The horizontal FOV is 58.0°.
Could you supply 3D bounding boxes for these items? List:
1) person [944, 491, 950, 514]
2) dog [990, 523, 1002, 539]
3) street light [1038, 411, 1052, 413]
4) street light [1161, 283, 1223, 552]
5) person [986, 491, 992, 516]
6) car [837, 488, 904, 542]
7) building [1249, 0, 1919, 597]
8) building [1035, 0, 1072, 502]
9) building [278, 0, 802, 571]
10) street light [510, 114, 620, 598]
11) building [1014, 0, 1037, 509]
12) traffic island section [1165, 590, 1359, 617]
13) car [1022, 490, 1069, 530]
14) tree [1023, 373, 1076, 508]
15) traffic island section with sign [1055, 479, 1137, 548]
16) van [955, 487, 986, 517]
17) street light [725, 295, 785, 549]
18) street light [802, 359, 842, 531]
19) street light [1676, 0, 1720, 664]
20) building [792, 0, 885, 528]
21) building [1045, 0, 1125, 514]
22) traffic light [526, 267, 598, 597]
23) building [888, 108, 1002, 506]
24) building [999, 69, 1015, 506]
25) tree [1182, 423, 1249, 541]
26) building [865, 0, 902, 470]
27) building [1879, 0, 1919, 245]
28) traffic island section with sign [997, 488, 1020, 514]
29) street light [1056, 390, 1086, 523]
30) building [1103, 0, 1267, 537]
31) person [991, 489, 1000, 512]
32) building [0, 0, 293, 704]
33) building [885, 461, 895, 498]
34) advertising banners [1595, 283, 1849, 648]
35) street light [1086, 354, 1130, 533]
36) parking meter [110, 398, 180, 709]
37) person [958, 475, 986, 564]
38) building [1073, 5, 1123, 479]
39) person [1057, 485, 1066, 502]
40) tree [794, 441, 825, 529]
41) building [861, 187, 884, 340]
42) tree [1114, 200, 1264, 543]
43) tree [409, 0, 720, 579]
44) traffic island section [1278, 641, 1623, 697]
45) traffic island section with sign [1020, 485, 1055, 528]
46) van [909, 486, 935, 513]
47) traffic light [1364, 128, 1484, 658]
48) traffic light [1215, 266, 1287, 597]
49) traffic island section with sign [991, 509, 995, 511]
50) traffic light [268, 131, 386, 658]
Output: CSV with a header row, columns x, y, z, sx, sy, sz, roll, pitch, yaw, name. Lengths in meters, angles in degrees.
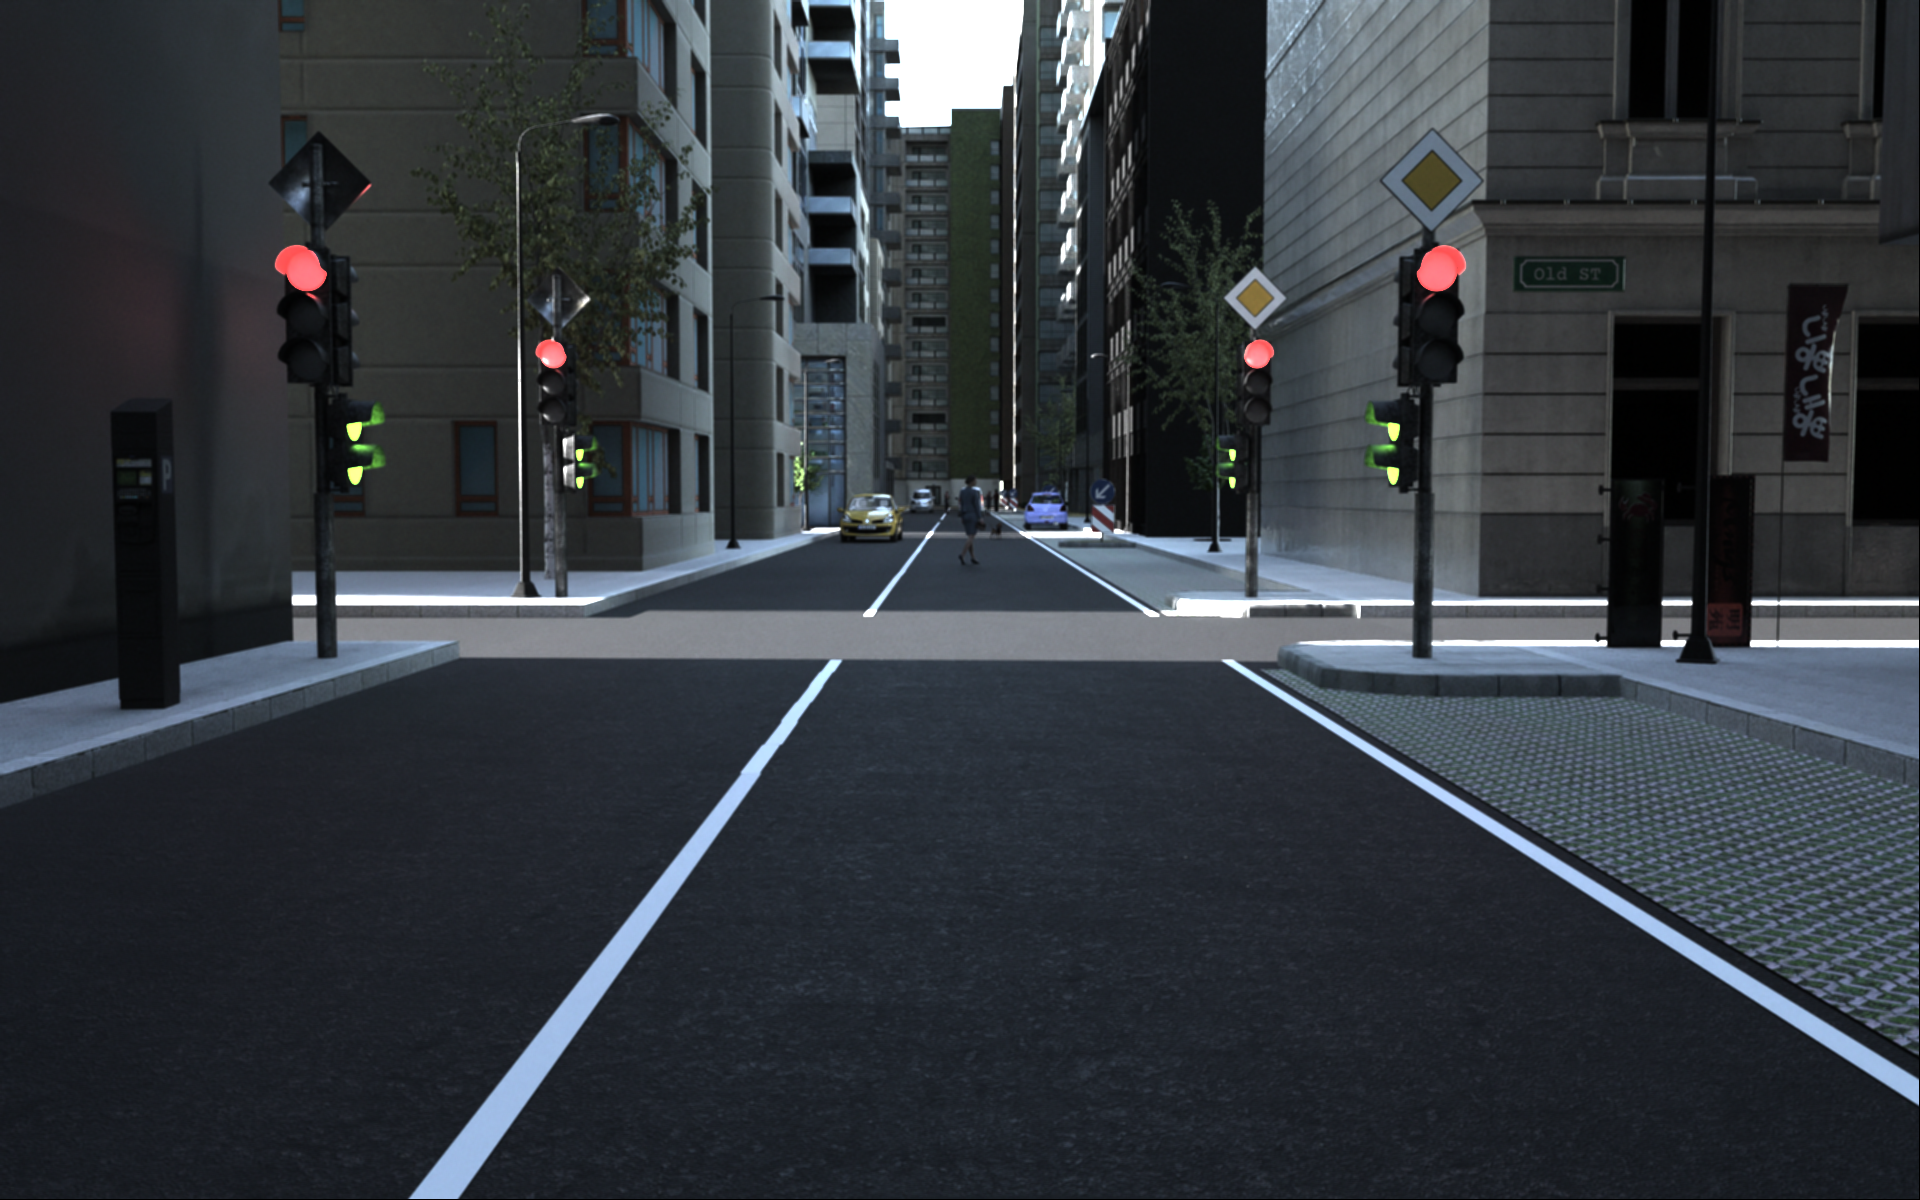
x,y,z,sx,sy,sz,roll,pitch,yaw,name
-0.893,-7.095,125.970,0.593,1.643,0.415,3,5,43,person
1.138,-2.175,54.842,0.406,0.507,0.540,0,4,-7,dog
5.067,-7.589,96.622,1.470,5.913,1.316,0,3,0,street light
5.107,-4.015,38.194,1.470,5.913,1.316,0,3,0,street light
1.918,-6.414,114.839,0.415,1.643,0.593,1,4,11,person
-2.681,-2.607,52.845,2.015,1.641,3.980,0,4,2,car
27.900,-15.420,28.539,44.131,29.872,17.030,0,3,0,building
13.229,-28.112,143.220,14.154,41.232,14.086,0,3,0,building
-19.091,-12.079,42.533,27.650,21.520,28.899,0,3,0,building
-4.861,-2.985,21.353,1.470,5.913,1.316,0,3,0,street light
16.030,-32.850,160.806,21.300,48.544,21.600,0,3,0,building
3.654,0.042,21.590,2.009,0.180,2.903,0,3,0,traffic island section
3.449,-3.679,69.737,1.945,1.707,3.694,0,4,1,car
6.155,-9.354,103.308,4.737,8.622,4.395,0,3,0,tree
3.670,-2.326,46.652,1.989,1.847,2.006,0,3,0,traffic island section with sign
0.692,-6.330,110.504,2.013,2.044,4.112,0,4,0,van
-4.796,-4.163,40.606,1.470,5.913,1.316,0,3,0,street light
-4.778,-5.341,59.859,1.470,5.913,1.316,0,3,0,street light
5.103,-2.479,13.075,1.470,5.913,1.316,0,3,0,street light
-14.461,-46.835,78.427,22.319,86.520,31.000,0,3,0,building
18.286,-30.641,120.586,23.786,49.044,30.456,0,3,0,building
-4.948,-1.990,21.462,0.839,4.253,0.868,0,3,0,traffic light
-2.663,-30.772,186.716,14.086,41.232,14.154,0,3,0,building
11.479,-32.795,186.315,14.200,45.320,14.600,0,3,0,building
6.829,-3.239,47.559,1.663,3.219,1.824,0,3,0,tree
-20.766,-33.056,160.072,30.456,49.044,23.786,0,3,0,building
12.123,-19.695,5.613,14.154,41.232,14.086,0,3,0,building
3.680,-7.030,123.575,1.989,1.847,2.006,0,3,0,traffic island section with sign
5.148,-6.403,77.227,1.470,5.913,1.316,0,3,0,street light
11.672,-13.993,58.467,12.332,23.373,15.834,0,3,0,building
2.889,-8.015,139.508,0.705,1.831,1.348,2,4,34,person
-16.371,-23.207,3.135,21.600,48.544,21.300,0,3,0,building
-15.594,-42.613,134.973,20.563,71.187,20.611,0,3,0,building
6.362,-1.117,14.443,2.074,3.025,0.090,0,4,-3,advertising banners
5.065,-5.203,57.616,1.470,5.913,1.316,0,3,0,street light
-4.893,-0.287,10.411,0.255,1.863,0.399,0,4,-8,parking meter
0.177,-1.640,35.340,0.654,1.822,0.581,-2,4,-34,person
13.404,-16.060,81.647,14.314,24.678,30.058,0,3,0,building
5.423,-5.408,94.807,0.623,1.781,0.721,-1,4,-21,person
-5.815,-4.205,63.361,1.663,3.219,1.824,0,3,0,tree
-19.361,-16.310,111.703,27.650,21.520,28.899,0,3,0,building
6.148,-5.640,42.577,4.737,8.622,4.395,0,3,0,tree
-5.939,-4.617,25.849,4.737,8.622,4.395,0,3,0,tree
3.652,0.531,13.605,2.009,0.180,2.903,0,3,0,traffic island section
3.677,-3.979,73.682,1.989,1.847,2.006,0,3,0,traffic island section with sign
-2.862,-7.641,131.949,2.013,2.044,4.112,0,4,2,van
3.612,-1.503,13.491,0.839,4.253,0.868,0,3,0,traffic light
3.613,-1.991,21.476,0.839,4.253,0.868,0,3,0,traffic light
3.684,-8.679,150.530,1.989,1.847,2.006,0,3,0,traffic island section with sign
-4.949,-1.502,13.477,0.839,4.253,0.868,0,3,0,traffic light
